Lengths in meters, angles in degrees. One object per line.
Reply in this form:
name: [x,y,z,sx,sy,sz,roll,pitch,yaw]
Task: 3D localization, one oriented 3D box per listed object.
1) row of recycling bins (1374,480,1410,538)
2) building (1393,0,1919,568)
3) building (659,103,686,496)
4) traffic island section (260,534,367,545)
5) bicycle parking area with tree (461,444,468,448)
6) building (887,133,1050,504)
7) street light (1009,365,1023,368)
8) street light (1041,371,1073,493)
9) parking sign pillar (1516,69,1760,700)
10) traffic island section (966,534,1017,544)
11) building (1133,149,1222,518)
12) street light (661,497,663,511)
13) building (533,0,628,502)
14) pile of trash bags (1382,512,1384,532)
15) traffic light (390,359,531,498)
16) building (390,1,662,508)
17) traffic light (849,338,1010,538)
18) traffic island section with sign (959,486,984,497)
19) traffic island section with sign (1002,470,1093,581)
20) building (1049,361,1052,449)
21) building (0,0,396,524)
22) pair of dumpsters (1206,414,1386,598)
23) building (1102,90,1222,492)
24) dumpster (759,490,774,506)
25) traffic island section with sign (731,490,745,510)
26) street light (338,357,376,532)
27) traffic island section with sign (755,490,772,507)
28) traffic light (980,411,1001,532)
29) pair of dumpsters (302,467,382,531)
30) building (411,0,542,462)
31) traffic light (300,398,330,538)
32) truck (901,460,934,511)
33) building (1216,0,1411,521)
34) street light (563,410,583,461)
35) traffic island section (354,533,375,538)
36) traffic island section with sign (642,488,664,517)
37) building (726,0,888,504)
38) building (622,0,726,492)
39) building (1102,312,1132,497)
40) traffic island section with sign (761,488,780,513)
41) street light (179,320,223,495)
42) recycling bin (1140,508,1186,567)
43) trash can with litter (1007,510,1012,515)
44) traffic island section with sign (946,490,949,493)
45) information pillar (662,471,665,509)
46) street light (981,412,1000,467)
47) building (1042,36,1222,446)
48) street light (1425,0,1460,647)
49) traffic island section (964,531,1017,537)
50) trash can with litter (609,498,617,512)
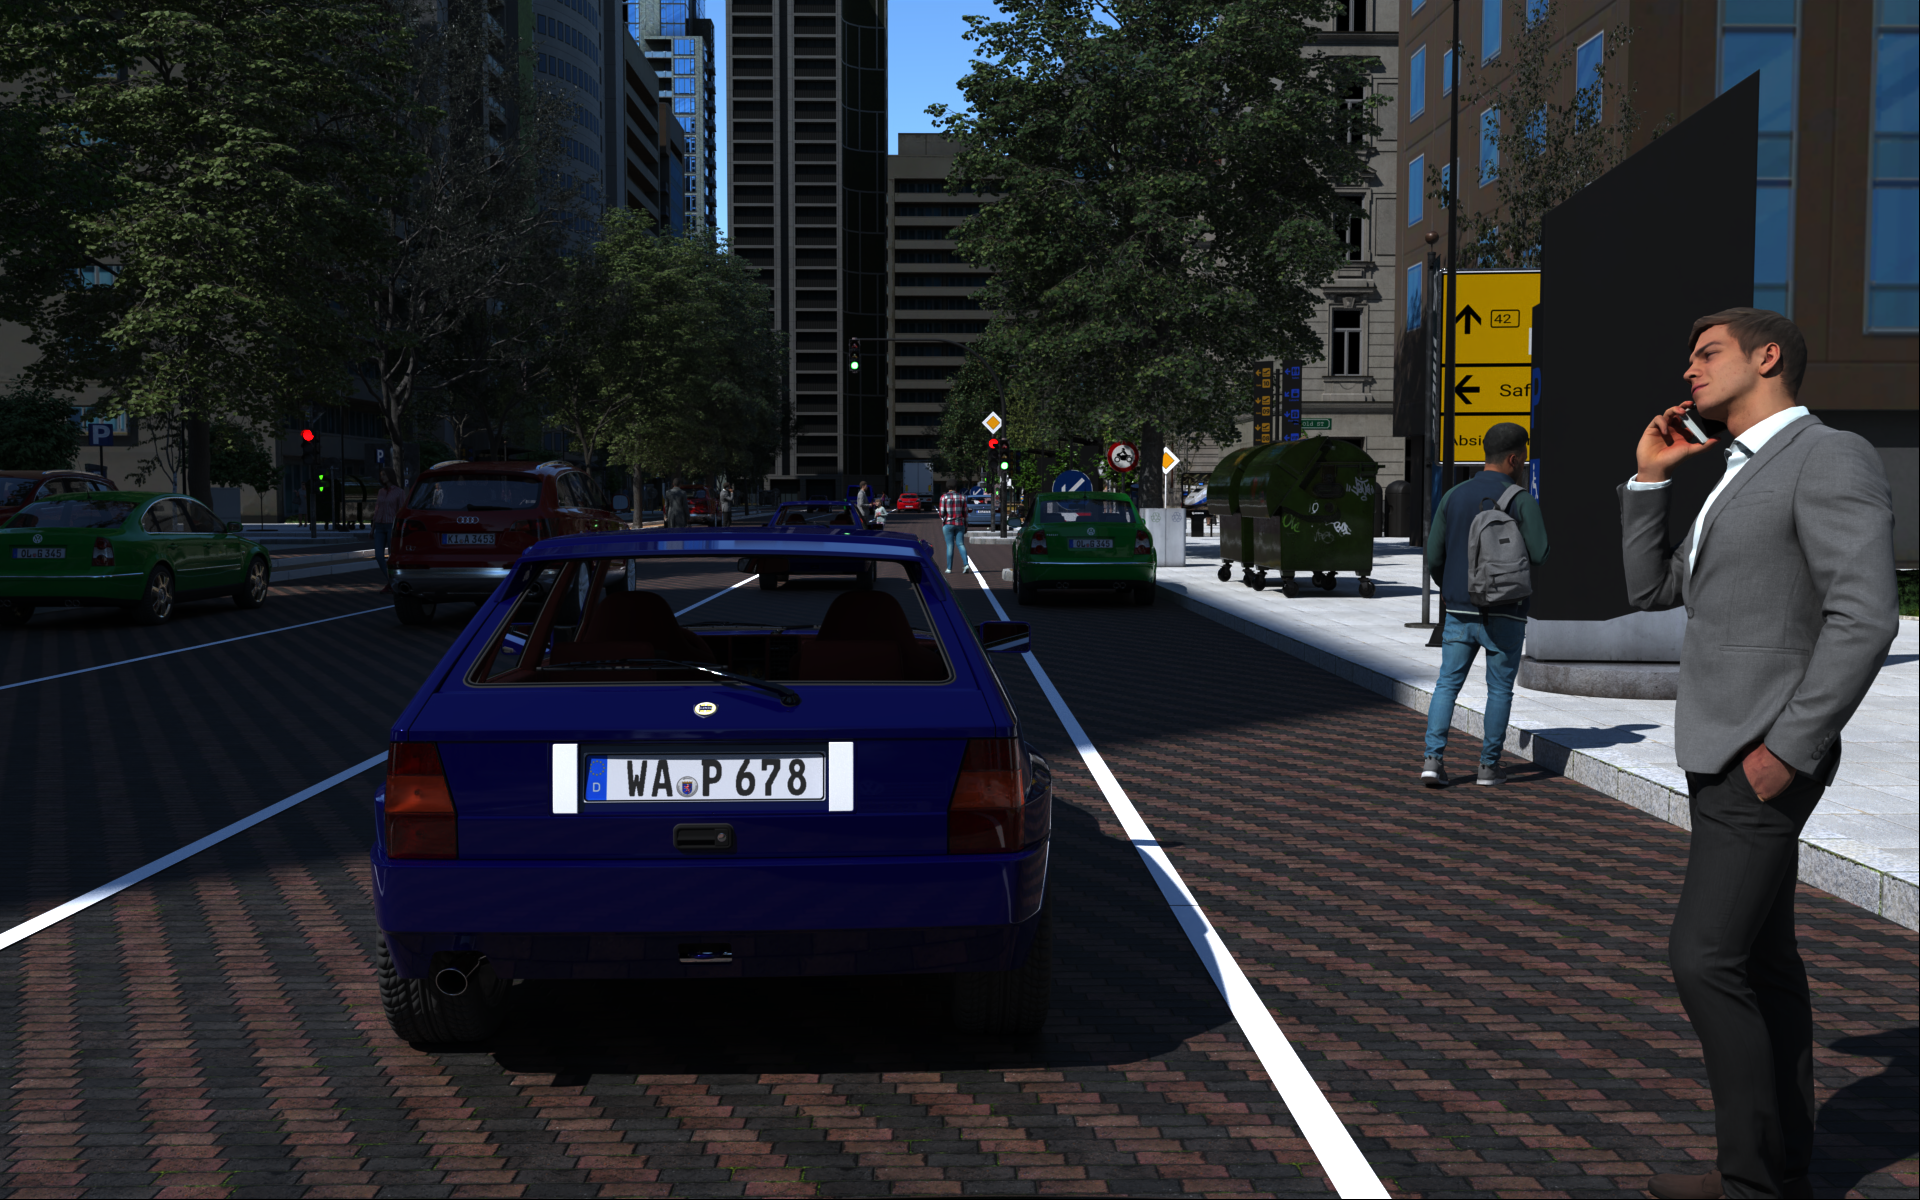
row of recycling bins: [11.733,-2.715,51.497,3.534,1.692,1.069,0,4,2]
building: [17.813,-23.540,34.982,14.600,45.320,14.200,0,4,-1]
building: [-38.884,-33.305,194.649,14.200,45.320,14.600,0,4,-1]
traffic island section: [-18.842,-1.723,50.454,2.009,0.180,2.903,0,4,-1]
bicycle parking area with tree: [-31.156,-6.937,100.414,8.231,4.147,9.016,1,4,18]
building: [0.956,-37.426,235.622,21.600,48.544,21.300,0,4,-1]
street light: [2.448,-5.499,62.452,1.470,5.913,1.316,0,4,-1]
street light: [2.713,-4.771,50.546,1.470,5.913,1.316,0,4,-1]
parking sign pillar: [4.453,-1.401,11.376,1.447,3.967,1.447,0,4,8]
traffic island section: [1.296,-1.746,50.830,2.009,0.180,2.903,0,4,-1]
building: [16.246,-16.188,100.825,11.583,22.565,21.152,0,4,-1]
street light: [-21.800,-9.629,129.976,1.470,5.913,1.316,0,4,-1]
building: [-41.390,-36.991,146.800,21.231,58.520,28.212,0,4,-1]
pile of trash bags: [12.916,-3.034,59.364,3.447,1.369,1.912,1,4,23]
traffic light: [-16.863,-5.120,58.379,4.771,5.953,1.251,0,4,-1]
building: [-42.126,-33.580,172.742,21.300,48.544,21.600,0,4,-1]
traffic light: [-0.834,-4.640,50.534,4.771,5.953,1.251,0,4,-1]
traffic island section with sign: [0.686,-4.574,83.408,1.989,1.847,2.006,0,4,-1]
traffic island section with sign: [1.720,-1.251,29.089,1.989,1.847,2.006,0,4,-1]
building: [23.646,-33.628,241.702,23.993,40.220,32.217,0,4,-1]
building: [-40.447,-28.145,83.880,21.300,48.544,21.600,0,4,-1]
pair of dumpsters: [4.444,-1.272,23.284,1.574,2.255,4.437,0,4,-1]
building: [26.271,-28.538,158.482,32.217,40.220,23.993,0,4,-1]
dumpster: [-21.394,-11.253,192.193,1.865,1.857,1.264,0,4,1]
traffic island section with sign: [-20.597,-9.275,160.275,1.989,1.847,2.006,0,4,-1]
street light: [-20.349,-5.262,58.579,1.470,5.913,1.316,0,4,-1]
traffic island section with sign: [-21.099,-10.923,187.225,1.989,1.847,2.006,0,4,-1]
traffic light: [1.105,-4.268,58.699,0.839,4.253,0.868,0,4,-1]
pair of dumpsters: [-22.028,-3.631,61.862,1.574,2.255,4.437,0,4,-1]
building: [-35.674,-26.160,111.315,14.154,41.232,14.086,0,4,-1]
traffic light: [-18.801,-3.755,50.320,0.839,4.253,0.868,0,4,-1]
truck: [-3.604,-9.701,147.520,2.839,4.237,11.283,0,4,-2]
building: [33.913,-18.233,74.525,44.131,29.872,17.030,0,4,-1]
street light: [-21.071,-7.456,94.448,1.470,5.913,1.316,0,4,-1]
traffic island section: [-18.993,-2.211,58.438,2.009,0.180,2.903,0,4,-1]
traffic island section with sign: [-19.661,-6.242,110.688,1.989,1.847,2.006,0,4,-1]
building: [-20.130,-48.652,233.713,20.611,71.187,20.563,0,4,-1]
building: [-45.946,-56.324,233.570,31.000,86.520,22.319,0,4,-1]
building: [18.641,-15.811,125.969,16.820,18.784,16.811,0,4,-1]
traffic island section with sign: [-14.247,-7.657,133.335,2.006,1.907,1.989,0,4,-1]
street light: [-20.234,-4.512,46.305,1.470,5.913,1.316,0,4,-1]
recycling bin: [3.588,-1.110,30.700,0.722,1.027,0.722,0,4,-3]
trash can with litter: [2.781,-5.901,107.865,1.055,1.170,0.624,1,4,15]
traffic island section with sign: [0.177,-6.222,110.358,1.989,1.847,2.006,0,4,-1]
information pillar: [-22.075,-8.422,129.048,0.183,3.616,0.504,-2,4,-24]
street light: [1.913,-7.672,97.984,1.470,5.913,1.316,0,4,-1]
building: [20.487,-34.674,186.535,23.786,49.044,30.456,0,4,-1]
street light: [3.552,-2.561,14.421,1.470,5.913,1.316,0,4,-1]
traffic island section: [1.145,-2.234,58.813,2.009,0.180,2.903,0,4,-1]
trash can with litter: [-24.219,-6.639,119.929,1.055,1.170,0.624,-2,4,-29]
